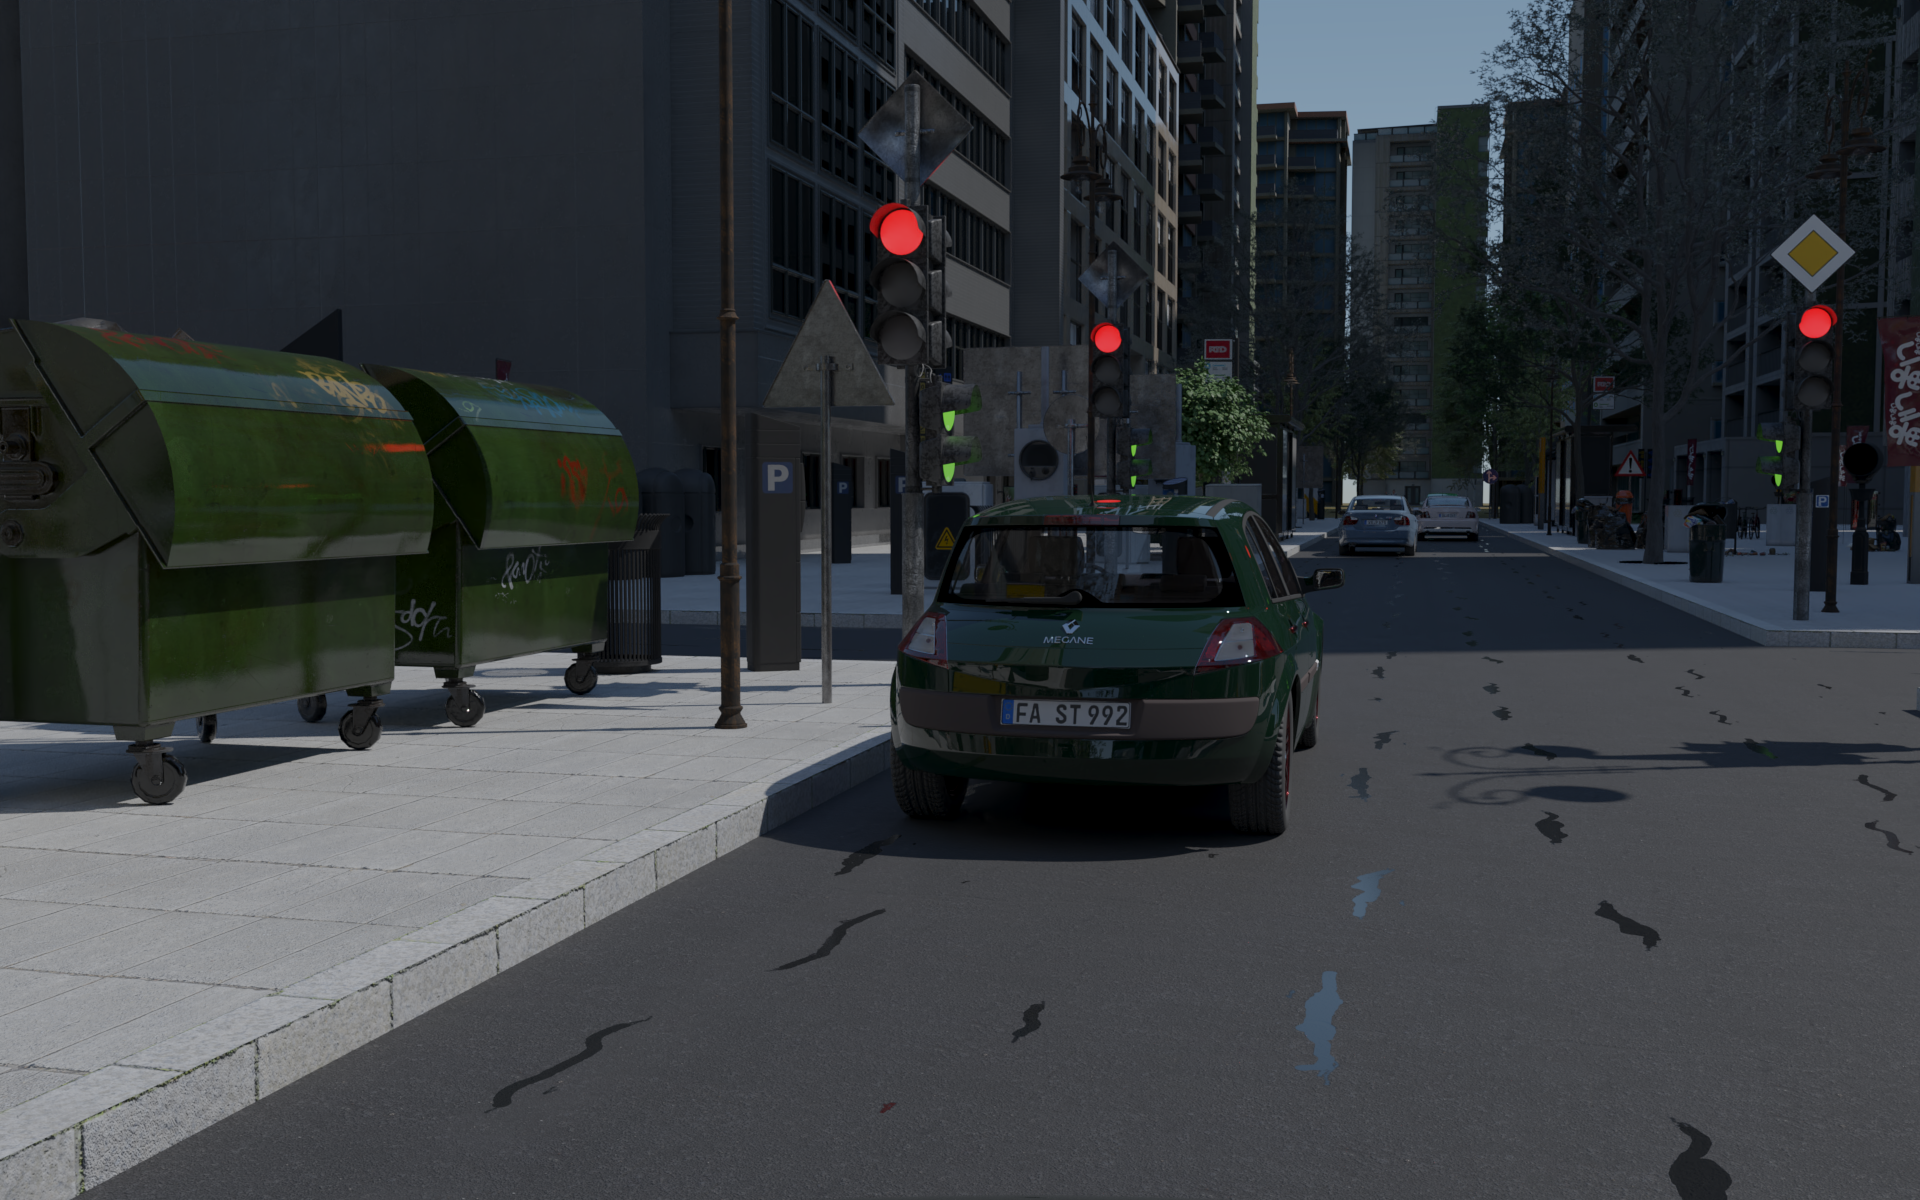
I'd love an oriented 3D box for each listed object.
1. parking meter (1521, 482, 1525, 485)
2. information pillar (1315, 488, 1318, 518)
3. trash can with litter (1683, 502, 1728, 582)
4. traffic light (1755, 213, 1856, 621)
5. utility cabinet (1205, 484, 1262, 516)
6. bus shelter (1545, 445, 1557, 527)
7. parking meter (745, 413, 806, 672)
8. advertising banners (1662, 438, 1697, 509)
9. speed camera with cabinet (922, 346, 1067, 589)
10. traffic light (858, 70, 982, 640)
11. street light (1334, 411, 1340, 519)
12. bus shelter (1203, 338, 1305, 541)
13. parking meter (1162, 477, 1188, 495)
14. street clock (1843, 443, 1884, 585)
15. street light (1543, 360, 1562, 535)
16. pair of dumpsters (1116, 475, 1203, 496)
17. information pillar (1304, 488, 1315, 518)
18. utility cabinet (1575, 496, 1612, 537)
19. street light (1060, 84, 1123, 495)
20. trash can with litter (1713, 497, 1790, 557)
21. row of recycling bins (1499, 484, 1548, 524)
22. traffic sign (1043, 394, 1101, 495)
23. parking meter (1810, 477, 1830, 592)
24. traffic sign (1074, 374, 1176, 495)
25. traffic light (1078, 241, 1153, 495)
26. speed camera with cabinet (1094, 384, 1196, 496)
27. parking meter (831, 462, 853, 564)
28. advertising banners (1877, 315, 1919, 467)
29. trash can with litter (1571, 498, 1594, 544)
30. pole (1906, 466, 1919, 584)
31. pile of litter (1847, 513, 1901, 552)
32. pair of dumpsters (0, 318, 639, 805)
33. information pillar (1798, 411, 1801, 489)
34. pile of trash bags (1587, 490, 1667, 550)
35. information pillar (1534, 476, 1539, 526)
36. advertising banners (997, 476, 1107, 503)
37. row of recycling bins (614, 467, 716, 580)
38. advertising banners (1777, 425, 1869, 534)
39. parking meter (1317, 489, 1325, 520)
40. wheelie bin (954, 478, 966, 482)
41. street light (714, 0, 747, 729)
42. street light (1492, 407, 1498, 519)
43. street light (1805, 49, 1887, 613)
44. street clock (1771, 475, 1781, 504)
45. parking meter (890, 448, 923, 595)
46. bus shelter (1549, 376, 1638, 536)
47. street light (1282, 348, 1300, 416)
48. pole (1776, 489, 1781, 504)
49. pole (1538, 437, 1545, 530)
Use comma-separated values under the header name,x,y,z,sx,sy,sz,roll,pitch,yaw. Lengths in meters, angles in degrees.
name,x,y,z,sx,sy,sz,roll,pitch,yaw
parking meter,28.476,-4.997,87.404,0.255,1.863,0.399,1,4,8
information pillar,18.793,-6.148,91.869,0.504,3.616,0.183,3,4,38
trash can with litter,10.853,-0.854,25.356,0.624,1.170,1.055,1,4,16
traffic light,8.543,-1.749,17.522,0.839,4.253,0.868,1,4,14
utility cabinet,5.932,-1.771,37.643,1.173,1.500,0.318,2,4,26
bus shelter,23.199,-4.385,65.617,2.014,3.302,5.546,1,4,15
parking meter,-1.344,-0.421,12.600,0.399,1.863,0.255,-1,4,-21
advertising banners,22.949,-3.620,55.372,0.090,3.025,2.074,0,4,-7
speed camera with cabinet,0.431,-1.771,23.291,2.038,3.252,0.660,1,4,13
traffic light,-0.298,-1.383,11.538,0.839,4.253,0.868,1,4,14
street light,19.575,-7.164,89.912,0.468,5.910,1.993,1,4,14
bus shelter,7.999,-4.248,47.082,2.179,5.291,8.768,1,4,15
parking meter,3.224,-1.075,25.994,0.372,1.533,0.369,0,3,0
street clock,12.731,-1.216,24.460,0.471,2.002,0.358,3,5,44
street light,18.326,-4.948,53.694,0.468,5.910,1.993,1,4,14
pair of dumpsters,3.931,-1.998,35.154,1.574,2.255,4.437,1,4,14
information pillar,18.384,-6.127,91.525,0.504,3.616,0.183,-2,4,-34
utility cabinet,19.011,-2.492,51.912,1.020,1.237,0.306,1,4,10
street light,1.528,-2.894,20.111,0.468,5.910,1.993,1,4,14
trash can with litter,16.475,-1.547,36.355,2.233,1.210,1.678,0,4,-4
row of recycling bins,24.673,-4.181,75.475,3.534,1.692,1.069,-3,5,-44
traffic sign,1.411,-1.348,22.143,0.768,2.556,0.104,1,4,22
parking meter,11.349,-0.883,22.856,0.372,1.533,0.369,0,3,0
traffic sign,2.545,-2.185,29.602,2.265,3.308,0.079,1,4,15
traffic light,1.703,-1.856,19.270,0.839,4.253,0.868,1,4,14
speed camera with cabinet,3.329,-2.276,31.552,0.660,3.252,2.038,-3,5,-42
parking meter,-2.199,-1.609,32.012,0.399,1.863,0.255,-2,4,-27
advertising banners,9.858,-1.245,16.542,2.074,3.025,0.090,3,5,39
trash can with litter,16.352,-2.032,44.610,1.055,1.170,0.624,-1,4,-10
pole,13.645,-1.884,24.654,0.158,3.312,0.155,0,3,0
pile of litter,20.622,-1.538,39.105,1.719,0.858,1.176,-3,4,-37
pair of dumpsters,-3.323,-0.407,9.152,1.574,2.255,4.437,1,4,15
information pillar,22.294,-3.332,45.833,0.183,3.616,0.504,3,5,43
pile of trash bags,15.970,-1.933,41.359,1.912,1.369,3.447,1,4,15
information pillar,23.392,-4.009,70.045,0.304,2.012,0.304,1,4,10
advertising banners,1.631,-1.945,27.992,2.074,3.025,0.090,1,4,10
row of recycling bins,-4.997,-1.187,26.529,1.069,1.692,3.534,2,4,32
advertising banners,22.152,-2.954,44.493,2.074,3.025,0.090,2,4,29
parking meter,18.193,-4.824,87.284,0.372,1.533,0.369,0,3,0
wheelie bin,-0.235,-1.630,34.558,0.980,1.594,0.693,0,4,-7
street light,-1.260,-2.236,9.347,0.468,5.910,1.993,1,4,14
street light,27.679,-7.135,89.444,0.468,5.910,1.993,1,4,14
street light,9.446,-2.803,18.618,0.468,5.910,1.993,1,4,14
street clock,28.178,-3.367,59.614,0.471,2.002,0.358,3,4,39
parking meter,-0.684,-1.004,22.128,0.399,1.863,0.255,0,4,5
bus shelter,20.531,-4.834,56.662,2.179,5.291,8.768,1,4,14
street light,10.504,-5.030,55.024,0.468,5.910,1.993,1,4,14
pole,31.218,-4.415,66.032,0.158,3.312,0.155,0,3,0
pole,20.921,-4.187,62.300,0.158,3.312,0.155,0,3,0
